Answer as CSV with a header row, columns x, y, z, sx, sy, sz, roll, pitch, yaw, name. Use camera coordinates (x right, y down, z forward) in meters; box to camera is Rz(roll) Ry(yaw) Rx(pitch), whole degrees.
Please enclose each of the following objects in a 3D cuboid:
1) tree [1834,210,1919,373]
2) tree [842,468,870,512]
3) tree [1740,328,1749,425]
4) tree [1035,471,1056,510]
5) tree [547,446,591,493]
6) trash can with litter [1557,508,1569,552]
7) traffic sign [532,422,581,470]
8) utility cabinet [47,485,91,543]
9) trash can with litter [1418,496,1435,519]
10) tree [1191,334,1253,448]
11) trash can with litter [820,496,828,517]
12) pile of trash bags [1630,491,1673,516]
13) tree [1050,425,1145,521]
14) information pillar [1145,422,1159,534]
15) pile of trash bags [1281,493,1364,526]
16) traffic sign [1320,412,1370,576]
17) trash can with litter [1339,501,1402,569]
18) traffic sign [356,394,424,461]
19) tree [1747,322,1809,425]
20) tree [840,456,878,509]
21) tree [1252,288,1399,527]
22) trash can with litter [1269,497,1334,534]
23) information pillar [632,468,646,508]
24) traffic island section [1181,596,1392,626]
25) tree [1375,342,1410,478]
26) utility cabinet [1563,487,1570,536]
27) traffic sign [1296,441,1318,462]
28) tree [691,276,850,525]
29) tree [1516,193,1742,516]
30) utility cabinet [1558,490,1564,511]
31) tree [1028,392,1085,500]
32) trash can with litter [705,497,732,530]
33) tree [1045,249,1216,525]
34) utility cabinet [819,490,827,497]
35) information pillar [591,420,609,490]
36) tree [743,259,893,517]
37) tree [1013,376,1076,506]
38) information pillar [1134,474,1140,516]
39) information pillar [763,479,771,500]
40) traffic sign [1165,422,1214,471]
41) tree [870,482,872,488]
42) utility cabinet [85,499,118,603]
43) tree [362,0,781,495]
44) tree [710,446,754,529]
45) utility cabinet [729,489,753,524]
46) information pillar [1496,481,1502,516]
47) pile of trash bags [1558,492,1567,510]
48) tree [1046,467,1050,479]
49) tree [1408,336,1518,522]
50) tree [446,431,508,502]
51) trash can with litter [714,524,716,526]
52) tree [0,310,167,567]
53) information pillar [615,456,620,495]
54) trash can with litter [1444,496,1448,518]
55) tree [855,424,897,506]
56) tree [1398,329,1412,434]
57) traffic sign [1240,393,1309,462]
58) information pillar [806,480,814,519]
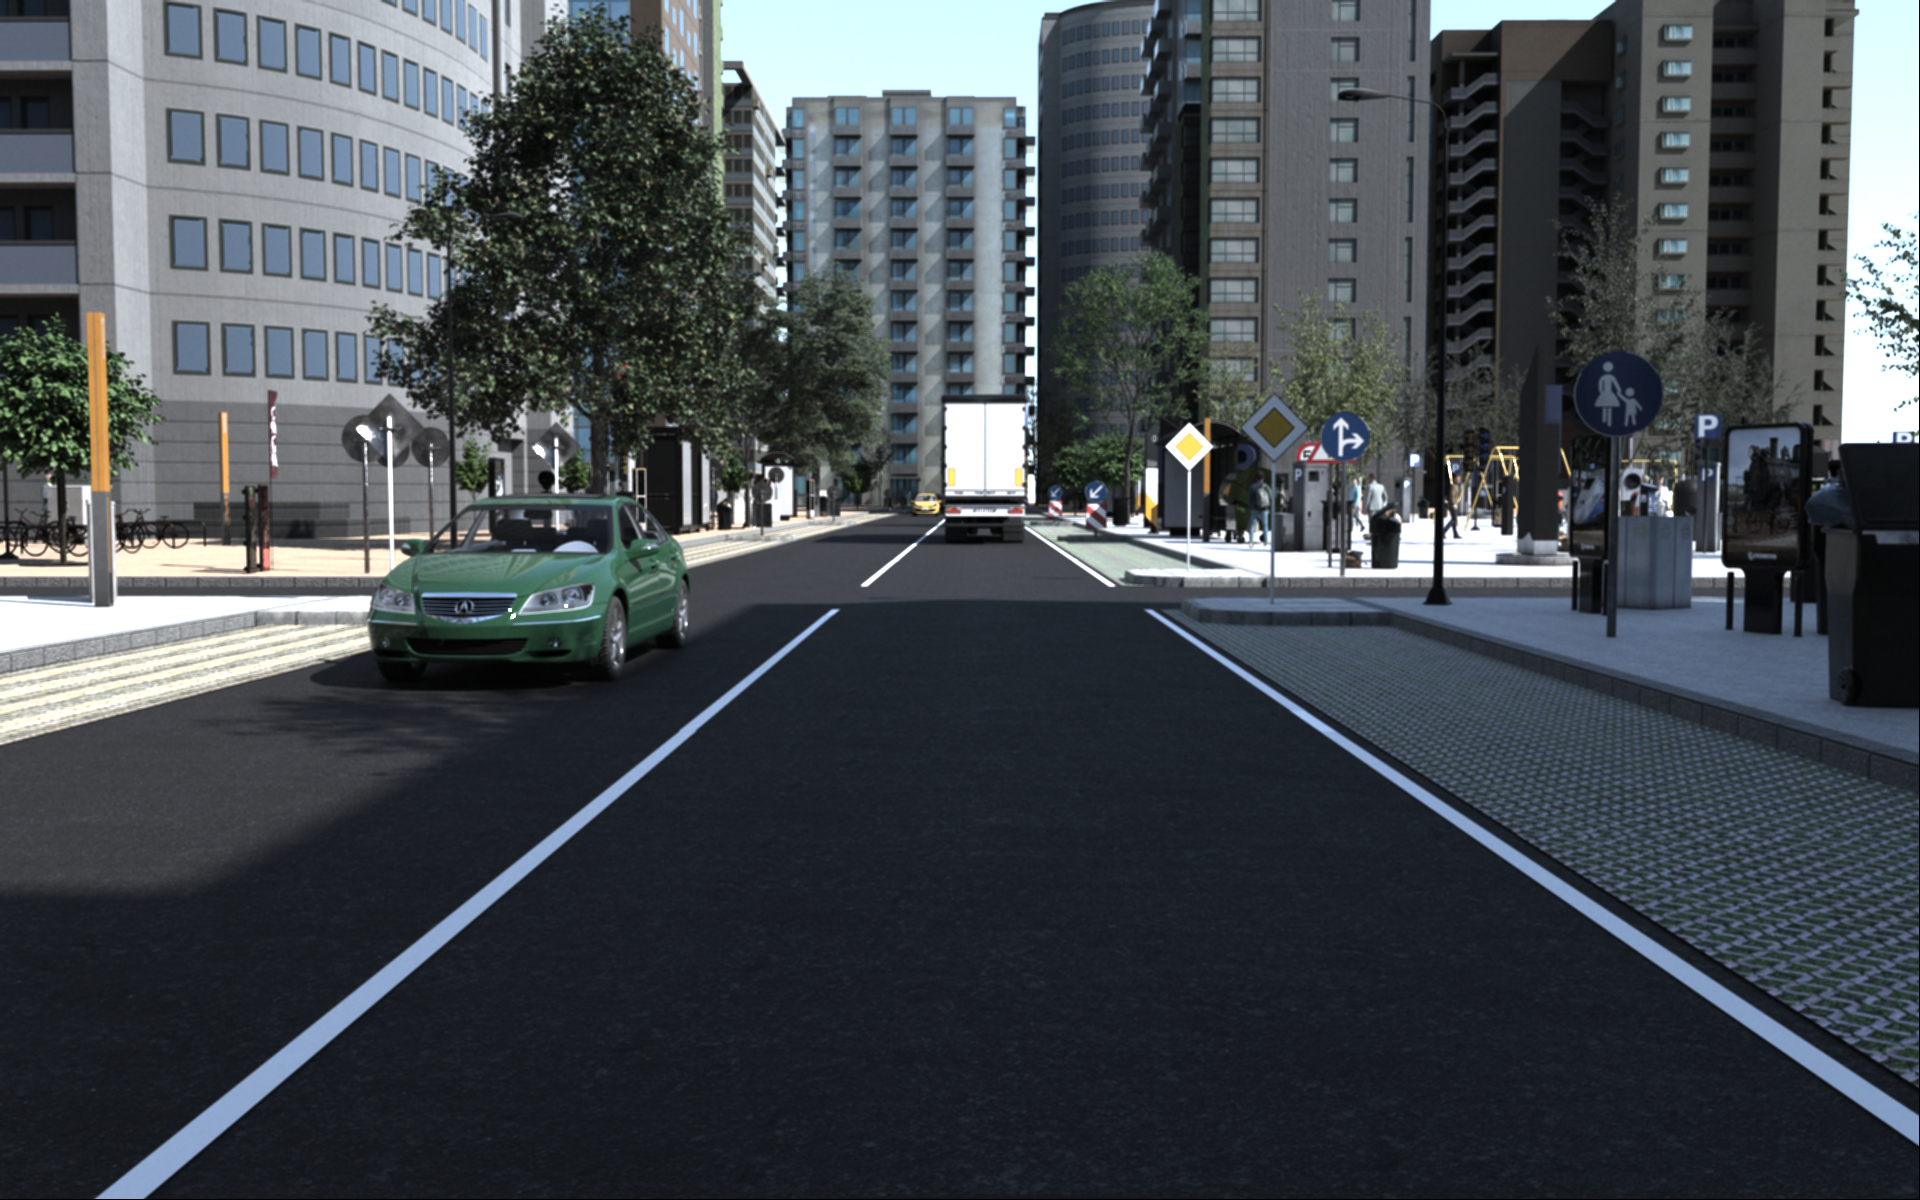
x,y,z,sx,sy,sz,roll,pitch,yaw,name
19.103,-5.026,32.539,4.737,8.622,4.395,0,3,0,tree
-7.846,-8.071,126.567,1.663,3.219,1.824,0,3,0,tree
27.168,-7.016,65.070,4.360,8.622,3.978,0,3,0,tree
7.502,-9.738,153.816,1.663,3.219,1.824,0,3,0,tree
-13.533,-4.001,60.010,1.663,3.219,1.824,0,3,0,tree
13.319,-1.658,38.493,0.624,1.170,1.055,-3,5,-42,trash can with litter
-6.568,-1.589,28.166,0.795,2.593,0.064,0,4,1,traffic sign
-22.912,-2.194,44.557,1.173,1.500,0.318,1,4,20,utility cabinet
24.215,-4.782,89.577,1.055,1.170,0.624,2,4,33,trash can with litter
12.774,-7.986,80.936,4.737,8.622,4.395,0,3,0,tree
-7.668,-5.313,98.251,0.624,1.170,1.055,-1,4,-13,trash can with litter
36.352,-4.810,88.404,3.447,1.369,1.912,0,4,-7,pile of trash bags
7.378,-6.012,82.007,4.285,4.588,4.351,0,3,0,tree
6.185,-3.947,55.895,0.504,3.616,0.183,-2,4,-32,information pillar
14.803,-3.749,71.054,3.447,1.369,1.912,1,4,19,pile of trash bags
5.975,-1.643,26.976,0.768,2.556,0.104,0,4,1,traffic sign
7.064,-1.126,29.794,1.055,1.170,0.624,1,4,17,trash can with litter
-6.643,-1.100,20.181,0.795,2.593,0.064,0,4,1,traffic sign
33.380,-7.542,73.668,4.360,8.622,3.978,0,3,0,tree
-8.633,-9.990,147.051,4.285,4.588,4.351,0,3,0,tree
12.836,-6.797,61.487,4.737,8.622,4.395,0,3,0,tree
11.270,-2.785,56.595,1.678,1.210,2.233,-3,5,-43,trash can with litter
-9.217,-2.771,49.790,0.304,2.012,0.304,-2,4,-34,information pillar
3.674,0.131,20.147,2.009,0.180,2.903,0,4,1,traffic island section
22.170,-8.215,84.673,4.360,8.622,3.978,0,3,0,tree
17.747,-2.511,49.730,0.318,1.500,1.173,3,4,36,utility cabinet
8.508,-2.561,41.977,0.768,2.556,0.104,0,4,6,traffic sign
-8.820,-8.419,72.064,8.767,10.594,7.601,-1,4,-11,tree
16.215,-5.625,42.339,4.360,8.622,3.978,0,3,0,tree
30.170,-4.798,87.118,1.173,1.500,0.318,2,4,28,utility cabinet
6.866,-10.528,122.498,4.737,8.622,4.395,0,3,0,tree
-8.605,-3.060,61.419,1.055,1.170,0.624,0,4,1,trash can with litter
7.180,-9.016,73.171,9.928,11.665,9.643,0,3,0,tree
-8.223,-5.717,102.156,0.318,1.500,1.173,1,4,21,utility cabinet
-10.075,-3.497,48.534,0.504,3.616,0.183,-1,4,-21,information pillar
-8.069,-11.566,95.761,9.857,13.997,8.962,0,3,0,tree
7.863,-16.489,179.960,12.009,13.543,11.850,0,3,0,tree
10.453,-6.763,101.929,0.183,3.616,0.504,-1,4,-22,information pillar
-9.122,-4.733,81.872,0.304,2.012,0.304,2,4,25,information pillar
3.725,-1.582,28.049,0.795,2.593,0.064,0,4,1,traffic sign
-8.015,-9.019,142.067,1.663,3.219,1.824,0,3,0,tree
-10.296,-0.589,20.790,0.306,1.237,1.020,-2,4,-28,utility cabinet
-8.601,-7.572,40.809,9.611,12.733,9.660,0,3,0,tree
-8.462,-4.231,63.779,1.663,3.219,1.824,0,3,0,tree
-9.320,-3.975,73.665,0.318,1.500,1.173,3,4,36,utility cabinet
31.170,-5.848,100.104,0.304,2.012,0.304,0,4,6,information pillar
27.691,-4.130,77.273,1.912,1.369,3.447,-2,4,-29,pile of trash bags
6.730,-7.238,102.054,4.285,4.588,4.351,0,3,0,tree
23.275,-7.919,79.845,4.360,8.622,3.978,0,3,0,tree
-15.009,-3.581,53.158,1.663,3.219,1.824,0,3,0,tree
-10.332,-3.576,69.531,1.678,1.210,2.233,1,4,18,trash can with litter
-16.110,-2.897,31.083,4.285,4.588,4.351,0,3,0,tree
-19.803,-6.659,100.224,0.183,3.616,0.504,-3,5,-42,information pillar
25.736,-5.005,93.217,1.055,1.170,0.624,2,4,26,trash can with litter
-8.619,-14.099,180.872,4.360,8.622,3.978,0,3,0,tree
15.212,-7.123,66.822,4.737,8.622,4.395,0,3,0,tree
3.651,-1.093,20.065,0.795,2.593,0.064,0,4,1,traffic sign
-7.675,-5.153,88.745,0.304,2.012,0.304,3,4,38,information pillar
